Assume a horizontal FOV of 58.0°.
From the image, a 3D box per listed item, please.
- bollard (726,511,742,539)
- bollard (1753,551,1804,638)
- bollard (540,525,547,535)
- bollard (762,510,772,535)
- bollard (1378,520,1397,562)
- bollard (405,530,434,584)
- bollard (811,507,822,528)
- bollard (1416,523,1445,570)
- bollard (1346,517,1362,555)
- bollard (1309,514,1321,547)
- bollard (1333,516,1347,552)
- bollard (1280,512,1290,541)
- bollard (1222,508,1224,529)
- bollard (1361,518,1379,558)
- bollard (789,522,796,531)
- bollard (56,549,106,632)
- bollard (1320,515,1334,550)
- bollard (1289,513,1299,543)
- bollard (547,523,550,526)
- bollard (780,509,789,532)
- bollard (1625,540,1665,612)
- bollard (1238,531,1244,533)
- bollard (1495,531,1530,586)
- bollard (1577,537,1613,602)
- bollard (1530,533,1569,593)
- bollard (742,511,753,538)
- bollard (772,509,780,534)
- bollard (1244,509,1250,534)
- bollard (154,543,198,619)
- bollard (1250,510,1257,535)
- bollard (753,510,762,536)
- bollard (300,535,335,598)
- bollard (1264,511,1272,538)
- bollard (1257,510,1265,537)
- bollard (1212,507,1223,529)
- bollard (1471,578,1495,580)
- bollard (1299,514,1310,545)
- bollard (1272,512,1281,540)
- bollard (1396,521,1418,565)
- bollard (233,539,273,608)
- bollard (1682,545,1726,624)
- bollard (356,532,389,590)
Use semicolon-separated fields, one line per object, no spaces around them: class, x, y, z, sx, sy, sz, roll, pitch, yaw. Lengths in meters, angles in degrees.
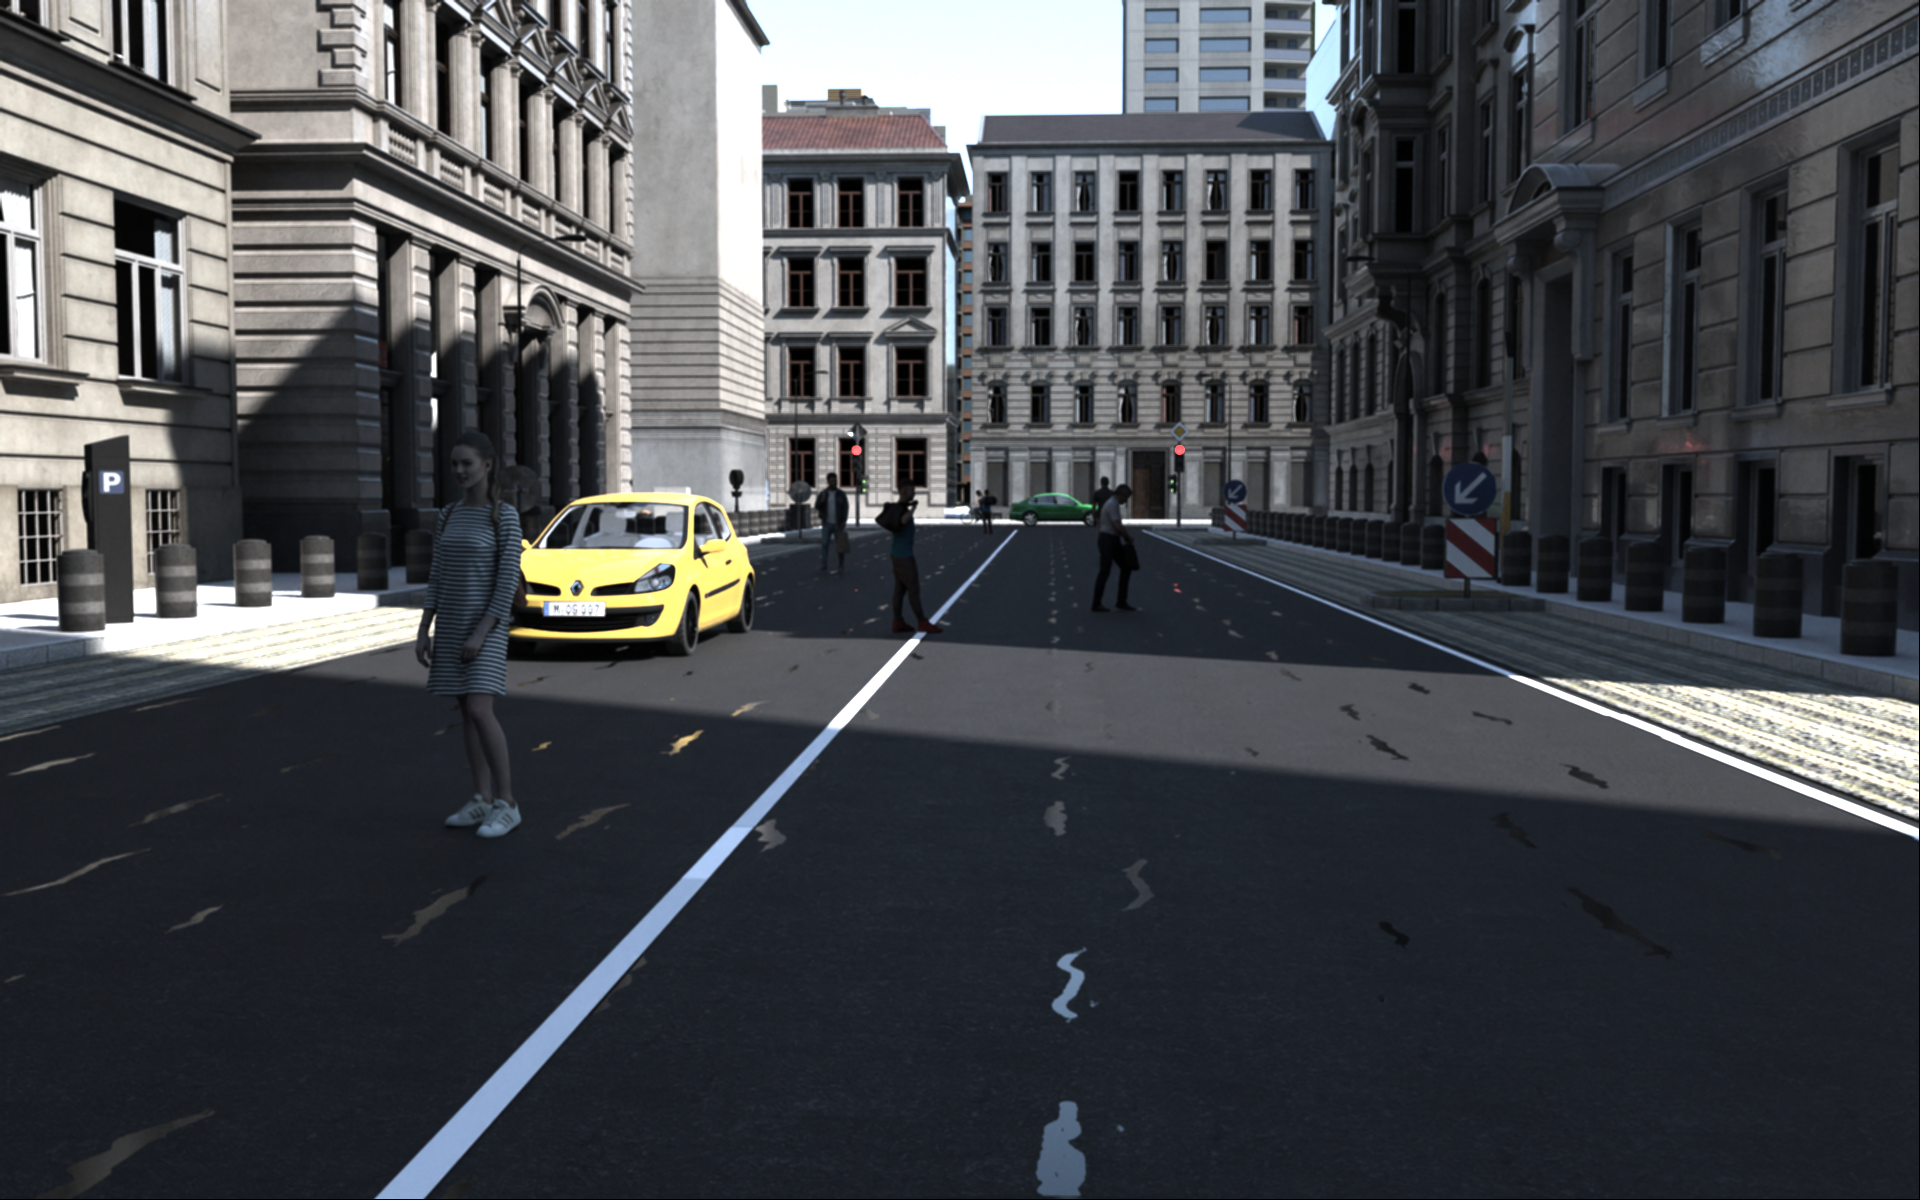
bollard;-6.517;-2.118;49.348;0.404;0.777;0.398;0;3;0
bollard;7.360;-0.053;15.582;0.404;0.777;0.398;0;3;0
bollard;-7.509;-0.946;30.189;0.404;0.777;0.398;0;3;0
bollard;-6.247;-2.438;54.577;0.404;0.777;0.398;0;3;0
bollard;8.262;-1.121;33.052;0.404;0.777;0.398;0;3;0
bollard;-7.780;-0.626;24.954;0.404;0.777;0.398;0;3;0
bollard;-5.605;-3.185;66.789;0.404;0.777;0.398;0;3;0
bollard;8.082;-0.908;29.562;0.404;0.777;0.398;0;3;0
bollard;8.449;-1.335;36.550;0.404;0.777;0.398;0;3;0
bollard;8.717;-1.655;41.783;0.404;0.777;0.398;0;3;0
bollard;8.532;-1.442;38.294;0.404;0.777;0.398;0;3;0
bollard;8.989;-1.977;47.043;0.404;0.777;0.398;0;3;0
bollard;9.800;-2.936;62.728;0.404;0.777;0.398;0;3;0
bollard;8.352;-1.228;34.792;0.404;0.777;0.398;0;3;0
bollard;-5.977;-2.758;59.816;0.404;0.777;0.398;0;3;0
bollard;-8.236;-0.093;16.230;0.404;0.777;0.398;0;3;0
bollard;8.627;-1.548;40.034;0.404;0.777;0.398;0;3;0
bollard;8.895;-1.870;45.289;0.404;0.777;0.398;0;3;0
bollard;-7.422;-1.053;31.932;0.404;0.777;0.398;0;3;0
bollard;-6.065;-2.652;58.076;0.404;0.777;0.398;0;3;0
bollard;7.538;-0.266;19.070;0.404;0.777;0.398;0;3;0
bollard;9.530;-2.617;57.508;0.404;0.777;0.398;0;3;0
bollard;7.808;-0.586;24.296;0.404;0.777;0.398;0;3;0
bollard;7.628;-0.373;20.814;0.404;0.777;0.398;0;3;0
bollard;7.718;-0.479;22.554;0.404;0.777;0.398;0;3;0
bollard;-6.428;-2.225;51.095;0.404;0.777;0.398;0;3;0
bollard;-6.155;-2.545;56.325;0.404;0.777;0.398;0;3;0
bollard;9.439;-2.511;55.768;0.404;0.777;0.398;0;3;0
bollard;-8.142;-0.200;17.987;0.404;0.777;0.398;0;3;0
bollard;9.347;-2.404;54.015;0.404;0.777;0.398;0;3;0
bollard;-6.339;-2.331;52.836;0.404;0.777;0.398;0;3;0
bollard;-7.963;-0.413;21.467;0.404;0.777;0.398;0;3;0
bollard;9.166;-2.191;50.535;0.404;0.777;0.398;0;3;0
bollard;9.256;-2.297;52.275;0.404;0.777;0.398;0;3;0
bollard;10.075;-3.256;67.948;0.404;0.777;0.398;0;3;0
bollard;7.900;-0.694;26.057;0.404;0.777;0.398;0;3;0
bollard;8.810;-1.763;43.534;0.404;0.777;0.398;0;3;0
bollard;9.079;-2.084;48.783;0.404;0.777;0.398;0;3;0
bollard;8.174;-1.015;31.310;0.404;0.777;0.398;0;3;0
bollard;-8.052;-0.306;19.727;0.404;0.777;0.398;0;3;0
bollard;7.445;-0.160;17.330;0.404;0.777;0.398;0;3;0
bollard;-7.874;-0.520;23.214;0.404;0.777;0.398;0;3;0
